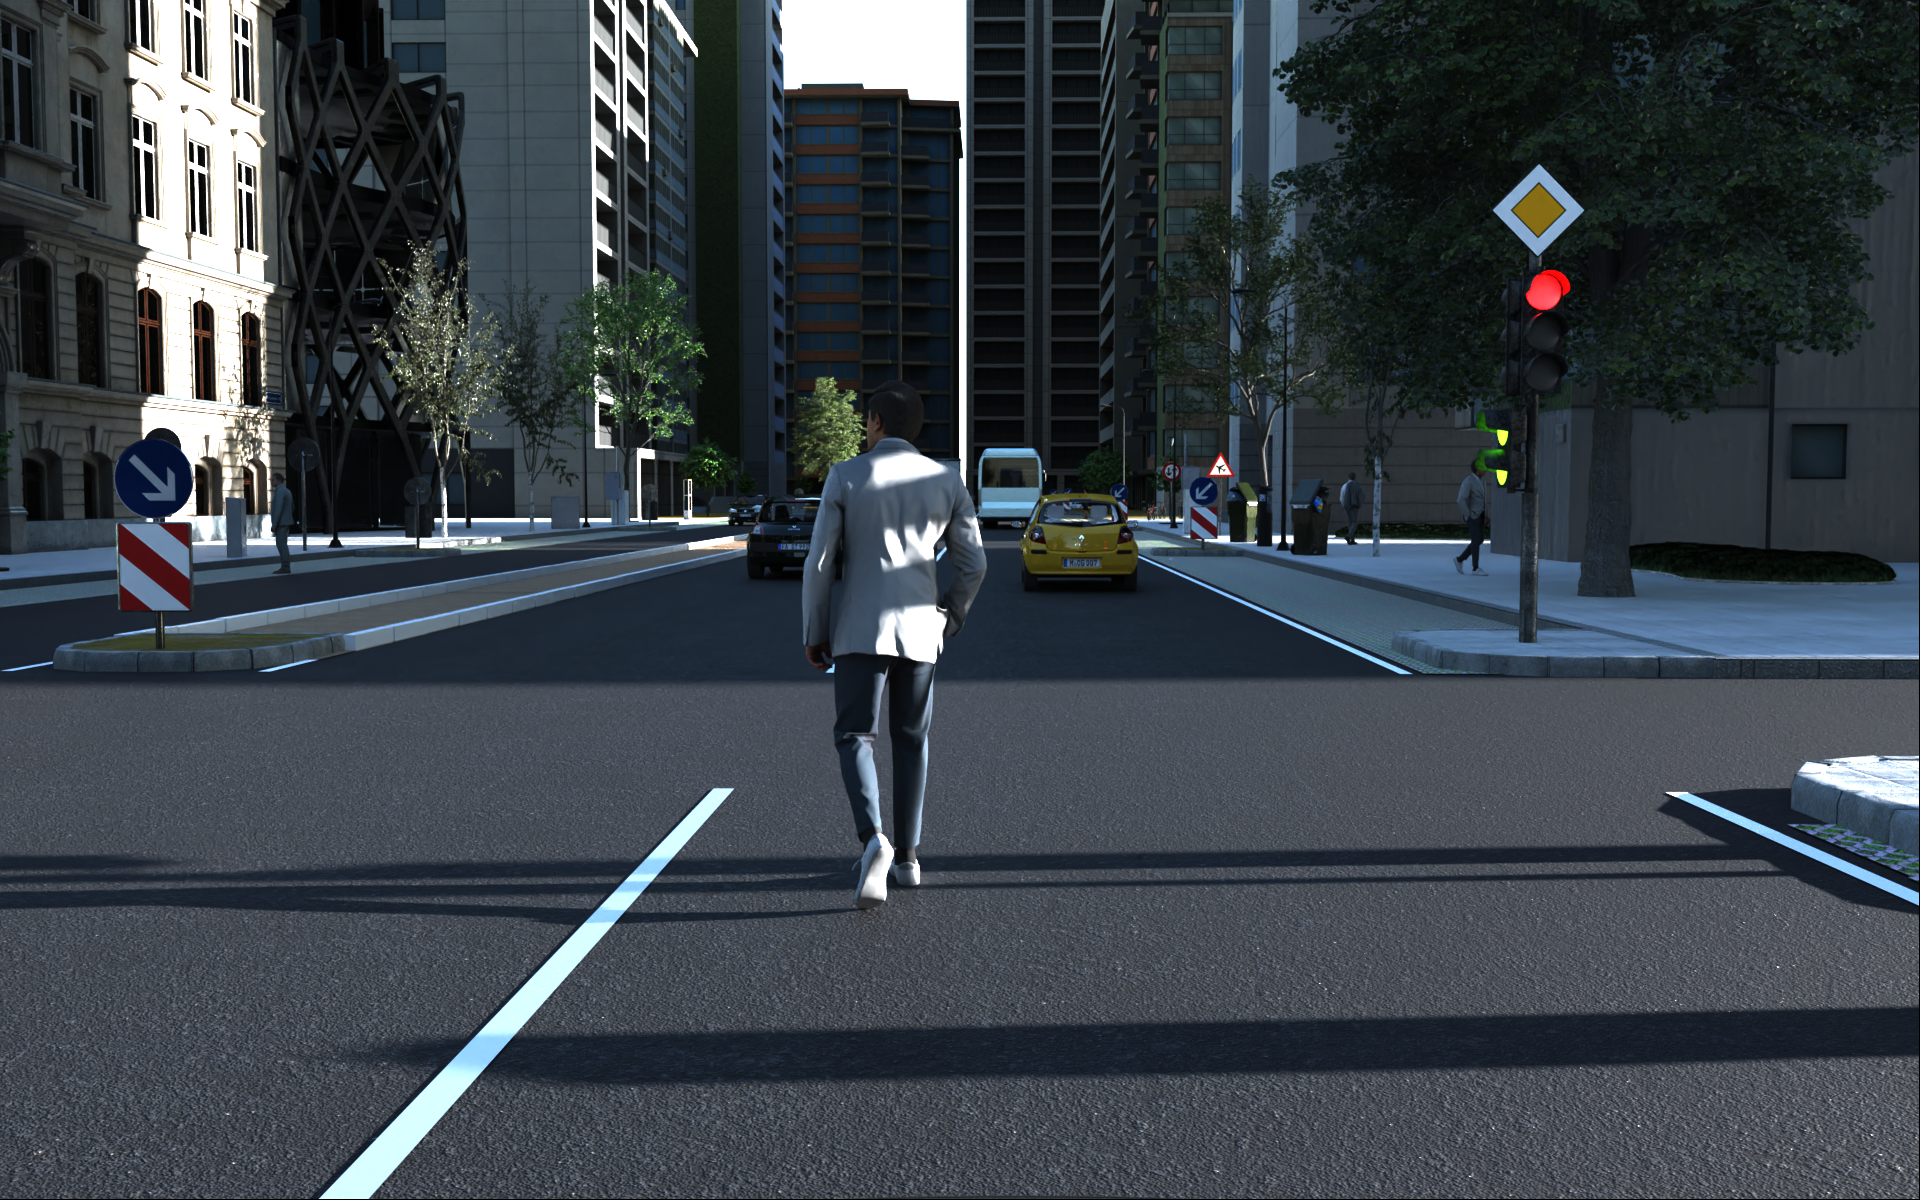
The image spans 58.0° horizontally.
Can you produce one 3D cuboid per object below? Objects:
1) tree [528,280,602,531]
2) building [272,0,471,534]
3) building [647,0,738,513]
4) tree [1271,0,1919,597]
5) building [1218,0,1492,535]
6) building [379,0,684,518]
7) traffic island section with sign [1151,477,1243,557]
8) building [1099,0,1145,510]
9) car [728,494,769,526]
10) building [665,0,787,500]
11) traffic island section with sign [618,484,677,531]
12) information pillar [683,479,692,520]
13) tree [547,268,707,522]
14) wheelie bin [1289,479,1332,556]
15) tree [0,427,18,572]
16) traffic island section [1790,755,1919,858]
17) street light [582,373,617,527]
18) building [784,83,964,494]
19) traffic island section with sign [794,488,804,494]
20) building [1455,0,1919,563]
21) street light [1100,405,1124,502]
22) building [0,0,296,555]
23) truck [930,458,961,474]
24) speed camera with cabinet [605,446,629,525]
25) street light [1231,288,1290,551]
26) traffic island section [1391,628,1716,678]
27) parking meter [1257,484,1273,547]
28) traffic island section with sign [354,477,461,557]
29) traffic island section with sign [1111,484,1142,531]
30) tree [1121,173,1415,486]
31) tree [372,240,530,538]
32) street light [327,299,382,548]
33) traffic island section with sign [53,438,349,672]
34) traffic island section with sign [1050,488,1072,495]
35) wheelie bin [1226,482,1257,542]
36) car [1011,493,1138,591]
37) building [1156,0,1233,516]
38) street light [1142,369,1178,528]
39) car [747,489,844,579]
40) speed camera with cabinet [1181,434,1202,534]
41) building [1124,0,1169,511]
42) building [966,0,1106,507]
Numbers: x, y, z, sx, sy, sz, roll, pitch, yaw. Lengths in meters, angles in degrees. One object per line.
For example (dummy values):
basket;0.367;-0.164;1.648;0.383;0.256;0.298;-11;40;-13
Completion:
tree;-14.579;-6.655;59.180;4.360;8.622;3.978;0;3;0
building;-26.393;-11.828;60.835;16.820;18.784;16.811;0;4;1
building;-32.893;-26.404;123.579;32.217;40.220;23.993;0;4;1
tree;8.107;-7.025;21.520;9.857;13.997;8.962;0;3;0
building;21.228;-32.078;66.479;21.231;58.520;28.212;0;4;1
building;-27.069;-40.489;100.245;20.563;71.187;20.611;0;4;1
traffic island section with sign;5.483;-1.941;40.370;1.989;1.847;2.006;0;4;1
building;23.513;-32.274;151.387;21.300;48.544;21.600;0;4;1
car;-9.499;-4.235;79.024;2.009;1.686;4.222;0;4;1
building;-29.933;-37.325;152.256;28.212;58.520;21.231;0;4;1
traffic island section with sign;-12.073;-3.579;67.150;1.989;1.847;2.006;0;4;1
information pillar;-13.688;-5.048;87.031;0.304;2.012;0.304;1;4;22
tree;-15.202;-9.387;79.225;9.928;11.665;9.643;0;3;0
wheelie bin;7.372;-1.746;36.448;0.693;1.594;0.980;-2;4;-33
tree;-16.456;-2.076;28.540;1.663;3.219;1.824;0;3;0
traffic island section;4.766;0.934;7.008;2.009;0.180;2.903;0;4;1
street light;-13.841;-5.744;66.457;1.470;5.913;1.316;0;4;1
building;-14.191;-32.604;187.692;28.867;44.769;22.147;0;4;1
traffic island section with sign;-10.978;-6.708;118.305;1.989;1.847;2.006;0;4;1
building;18.586;-21.674;37.962;14.154;41.232;14.086;0;4;1
street light;7.952;-7.183;89.977;1.470;5.913;1.316;0;4;1
building;-25.834;-13.201;34.918;14.460;24.649;34.723;0;4;1
truck;-1.187;-9.309;141.120;2.839;4.237;11.283;0;4;0
speed camera with cabinet;-14.279;-4.756;72.096;0.660;3.252;2.038;0;4;1
street light;6.811;-4.078;39.218;1.470;5.913;1.316;0;4;1
traffic island section;4.936;0.446;14.991;2.009;0.180;2.903;0;4;1
parking meter;7.479;-2.084;42.480;0.372;1.533;0.369;0;3;0
traffic island section with sign;-12.656;-1.917;39.979;1.989;1.847;2.006;0;4;1
traffic island section with sign;6.062;-3.604;67.557;1.989;1.847;2.006;0;4;1
tree;8.840;-7.053;49.736;8.767;10.594;7.601;0;4;6
tree;-14.984;-6.109;50.244;4.360;8.622;3.978;0;3;0
street light;-14.417;-4.205;41.295;1.470;5.913;1.316;0;4;1
traffic island section with sign;-6.617;-0.413;14.897;2.006;1.907;1.989;0;4;1
traffic island section with sign;7.117;-6.626;116.962;1.989;1.847;2.006;0;4;1
wheelie bin;7.495;-2.337;46.124;0.693;1.594;0.980;3;4;39
car;1.808;-1.026;27.003;2.015;1.641;3.980;0;4;1
building;18.893;-20.409;105.392;14.160;30.474;14.107;0;4;1
street light;7.469;-5.634;64.660;1.470;5.913;1.316;0;4;1
car;-2.699;-1.281;30.728;2.009;1.686;4.222;0;4;2
speed camera with cabinet;7.601;-3.813;56.685;0.660;3.252;2.038;0;4;5
building;23.571;-28.849;126.309;22.147;44.769;28.867;0;4;1
building;11.092;-45.700;185.454;20.611;71.187;20.563;0;4;1
